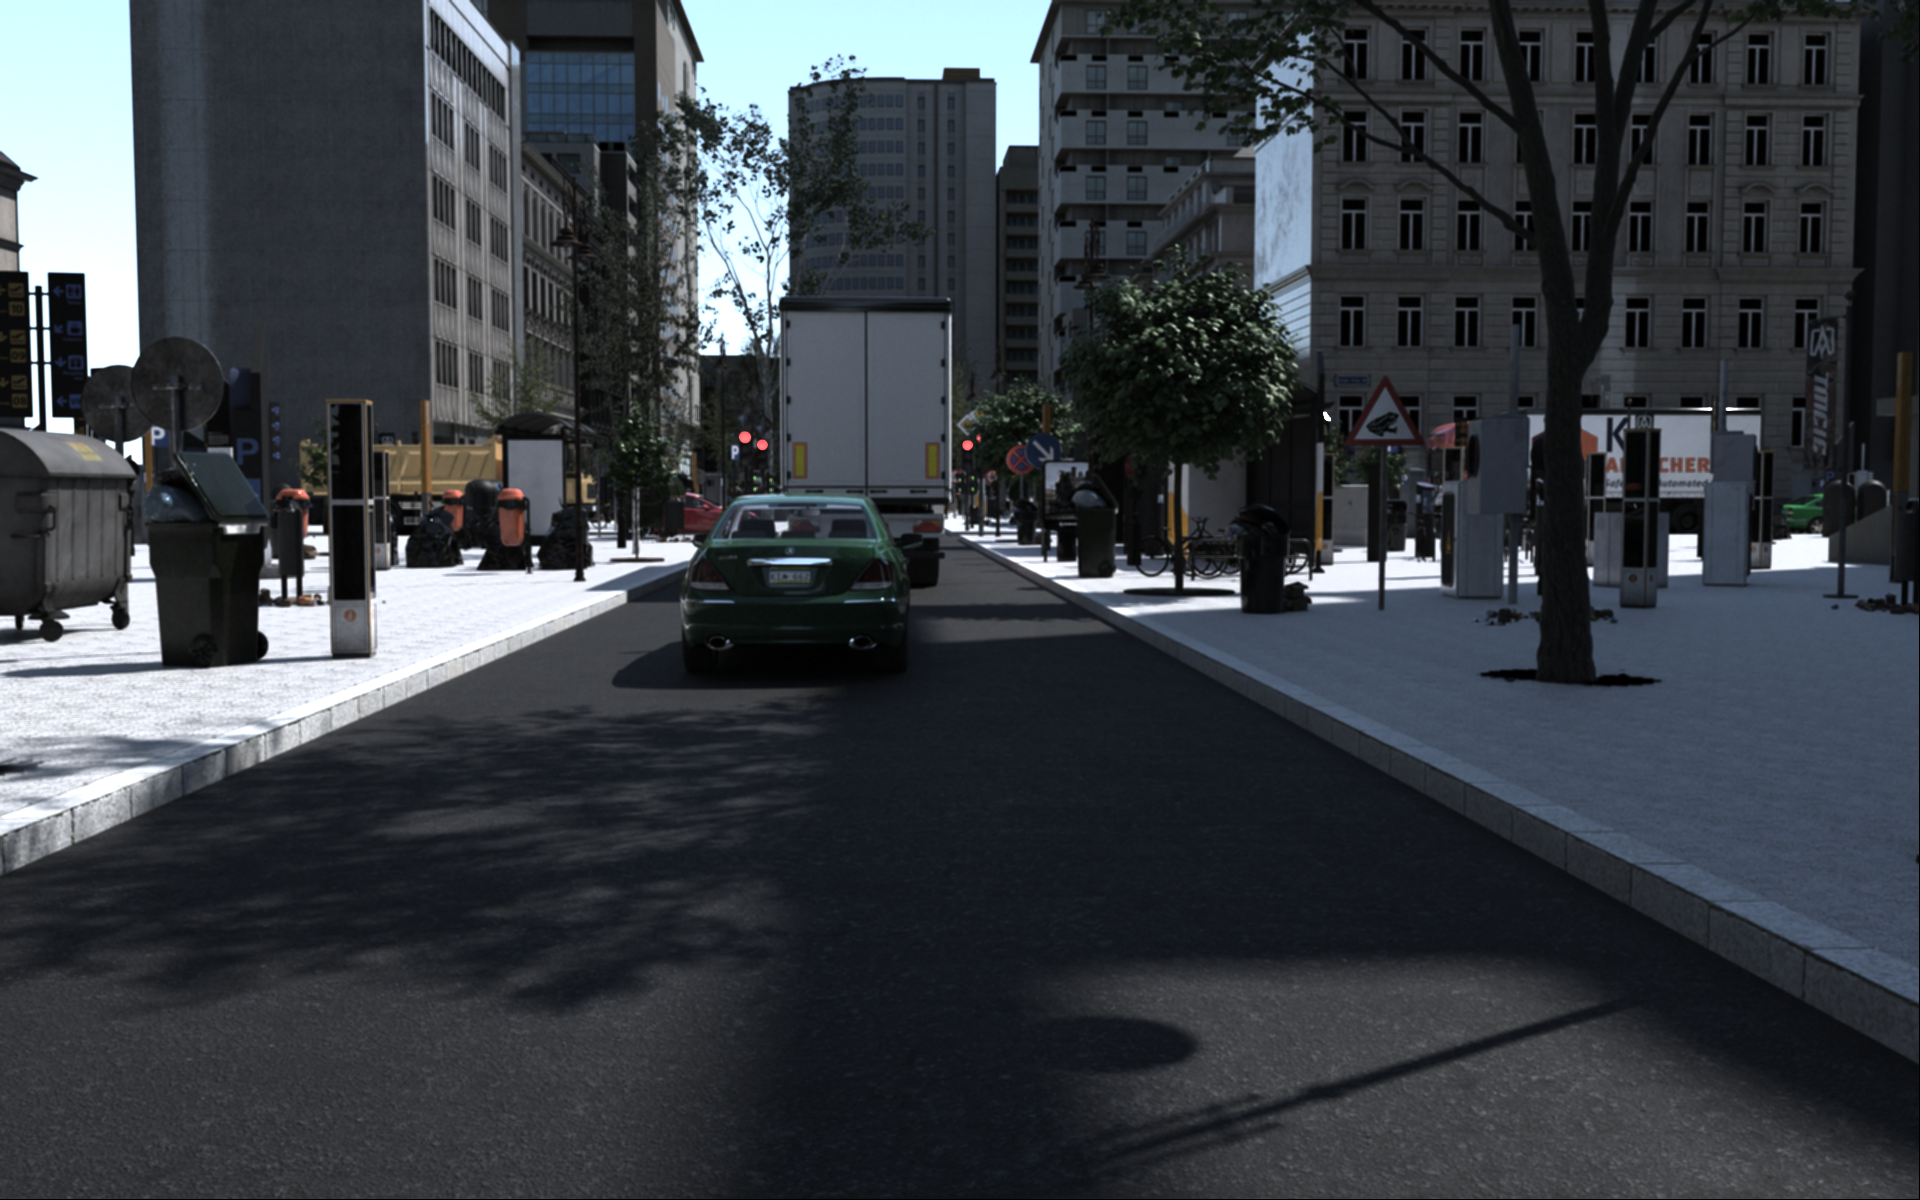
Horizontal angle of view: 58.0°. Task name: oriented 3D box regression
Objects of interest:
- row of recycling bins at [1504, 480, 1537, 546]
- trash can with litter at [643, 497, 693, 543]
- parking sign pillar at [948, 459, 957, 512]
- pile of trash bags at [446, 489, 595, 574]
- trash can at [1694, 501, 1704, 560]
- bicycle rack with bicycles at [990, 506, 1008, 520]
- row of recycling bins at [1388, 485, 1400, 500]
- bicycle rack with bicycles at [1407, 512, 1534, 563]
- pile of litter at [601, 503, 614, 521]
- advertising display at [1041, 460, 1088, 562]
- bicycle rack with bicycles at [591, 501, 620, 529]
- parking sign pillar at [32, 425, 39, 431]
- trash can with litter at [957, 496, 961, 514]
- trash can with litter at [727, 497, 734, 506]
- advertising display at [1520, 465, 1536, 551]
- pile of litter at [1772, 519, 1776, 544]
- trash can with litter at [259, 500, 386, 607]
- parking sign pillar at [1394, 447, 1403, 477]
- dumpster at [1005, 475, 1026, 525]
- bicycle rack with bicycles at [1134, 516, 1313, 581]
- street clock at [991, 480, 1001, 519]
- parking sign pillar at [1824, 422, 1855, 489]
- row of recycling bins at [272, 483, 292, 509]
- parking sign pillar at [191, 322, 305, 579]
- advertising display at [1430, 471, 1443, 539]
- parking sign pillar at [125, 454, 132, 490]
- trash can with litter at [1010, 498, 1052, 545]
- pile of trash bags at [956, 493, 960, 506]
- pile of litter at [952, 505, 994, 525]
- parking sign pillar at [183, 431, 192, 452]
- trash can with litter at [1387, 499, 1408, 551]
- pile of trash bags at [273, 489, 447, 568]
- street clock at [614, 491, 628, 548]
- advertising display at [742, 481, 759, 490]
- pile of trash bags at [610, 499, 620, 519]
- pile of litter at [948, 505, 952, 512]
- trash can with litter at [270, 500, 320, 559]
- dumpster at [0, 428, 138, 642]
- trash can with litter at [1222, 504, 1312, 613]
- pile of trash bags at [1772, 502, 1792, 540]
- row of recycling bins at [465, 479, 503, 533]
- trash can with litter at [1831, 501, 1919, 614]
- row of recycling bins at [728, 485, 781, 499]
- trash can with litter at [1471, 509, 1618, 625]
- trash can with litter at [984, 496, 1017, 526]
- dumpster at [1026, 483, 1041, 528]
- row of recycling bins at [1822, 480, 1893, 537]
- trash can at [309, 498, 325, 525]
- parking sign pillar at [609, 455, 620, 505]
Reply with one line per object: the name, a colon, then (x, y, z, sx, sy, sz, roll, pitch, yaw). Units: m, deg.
row of recycling bins: (14.435, -2.264, 44.130, 1.069, 1.692, 3.534, 2, 4, 25)
trash can with litter: (-7.239, -2.146, 46.145, 2.233, 1.210, 1.678, 0, 4, 1)
parking sign pillar: (-0.930, -8.506, 127.550, 1.447, 3.967, 1.447, -2, 4, -24)
pile of trash bags: (-7.280, -1.199, 29.354, 1.912, 1.369, 3.447, 0, 4, -3)
trash can: (14.597, -1.337, 33.506, 0.748, 1.137, 0.748, 0, 3, 0)
bicycle rack with bicycles: (2.716, -4.384, 85.062, 2.852, 0.926, 2.925, 1, 4, 16)
row of recycling bins: (16.560, -3.321, 61.413, 3.534, 1.692, 1.069, -1, 4, -10)
bicycle rack with bicycles: (9.878, -1.215, 33.251, 2.852, 0.926, 2.925, 1, 4, 16)
pile of litter: (-17.272, -4.260, 83.623, 1.176, 0.858, 1.719, -1, 4, -10)
advertising display: (2.033, -1.696, 32.940, 0.974, 1.923, 0.123, -1, 4, -13)
bicycle rack with bicycles: (-11.910, -3.125, 64.481, 2.925, 0.926, 2.852, 1, 4, 13)
parking sign pillar: (-35.450, -4.721, 65.661, 1.447, 3.967, 1.447, 2, 4, 26)
trash can with litter: (0.172, -5.999, 109.471, 0.624, 1.170, 1.055, -1, 4, -8)
trash can with litter: (-10.134, -4.056, 77.708, 1.055, 1.170, 0.624, 3, 5, 43)
advertising display: (12.909, -2.090, 39.379, 0.123, 1.923, 0.974, 0, 4, 5)
pile of litter: (20.576, -1.892, 44.901, 1.176, 0.858, 1.719, 3, 4, 36)
trash can with litter: (-7.927, -0.574, 20.449, 1.678, 1.210, 2.233, -3, 5, -40)
parking sign pillar: (17.070, -4.936, 69.178, 1.447, 3.967, 1.447, -2, 4, -32)
dumpster: (2.746, -4.336, 73.379, 1.502, 2.255, 1.985, 0, 4, -3)
bicycle rack with bicycles: (4.143, -0.813, 26.676, 2.925, 0.926, 2.852, 0, 4, 0)
street clock: (1.851, -5.183, 89.314, 0.471, 2.002, 0.358, 1, 4, 13)
parking sign pillar: (32.607, -4.635, 64.255, 1.447, 3.967, 1.447, -3, 4, -37)
row of recycling bins: (-27.533, -3.657, 66.904, 3.534, 1.692, 1.069, 0, 4, -3)
parking sign pillar: (-10.862, -2.328, 26.540, 1.447, 3.967, 1.447, -1, 4, -17)
advertising display: (13.761, -2.702, 49.384, 0.974, 1.923, 0.123, -3, 4, -36)
parking sign pillar: (-56.192, -7.810, 116.166, 1.447, 3.967, 1.447, 2, 4, 27)
trash can with litter: (1.808, -1.977, 43.712, 0.624, 1.170, 1.055, 3, 5, 45)
pile of trash bags: (0.679, -6.665, 118.726, 1.912, 1.369, 3.447, -3, 4, -37)
pile of litter: (0.731, -3.629, 73.302, 1.176, 0.858, 1.719, -2, 4, -32)
parking sign pillar: (-31.487, -5.103, 71.913, 1.447, 3.967, 1.447, -2, 4, -30)
trash can with litter: (9.790, -1.699, 39.161, 0.624, 1.170, 1.055, 1, 4, 12)
pile of trash bags: (-10.583, -1.297, 30.951, 3.447, 1.369, 1.912, 0, 4, 6)
street clock: (-8.043, -2.236, 41.129, 0.358, 2.002, 0.471, 0, 4, -4)
advertising display: (-10.080, -4.783, 83.416, 0.974, 1.923, 0.123, -3, 5, -43)
pile of trash bags: (-15.924, -4.720, 86.931, 3.447, 1.369, 1.912, -3, 5, -43)
pile of litter: (-0.869, -6.641, 122.545, 1.719, 0.858, 1.176, 0, 4, -6)
trash can with litter: (-13.183, -1.401, 34.296, 1.055, 1.170, 0.624, 1, 4, 16)
dumpster: (-8.433, -0.605, 15.652, 1.264, 1.857, 1.865, 0, 4, -3)
trash can with litter: (3.381, -0.460, 18.905, 0.624, 1.170, 1.055, 3, 5, 40)
pile of trash bags: (22.278, -2.403, 49.042, 1.912, 1.369, 3.447, 3, 4, 39)
row of recycling bins: (-13.298, -2.569, 49.114, 1.069, 1.692, 3.534, 0, 4, -2)
trash can with litter: (10.557, -0.497, 19.176, 1.678, 1.210, 2.233, 1, 4, 16)
row of recycling bins: (-9.518, -4.555, 81.582, 3.534, 1.692, 1.069, 2, 4, 35)
trash can with litter: (5.921, -0.409, 17.750, 2.233, 1.210, 1.678, -3, 4, -38)
trash can with litter: (1.681, -3.607, 70.026, 2.233, 1.210, 1.678, -3, 4, -38)
dumpster: (3.418, -3.839, 65.258, 1.502, 2.255, 1.985, 0, 4, -3)
row of recycling bins: (27.660, -2.721, 51.596, 3.534, 1.692, 1.069, 1, 4, 10)
trash can: (-26.510, -3.650, 71.334, 0.748, 1.137, 0.748, 0, 3, 0)
parking sign pillar: (-19.767, -6.835, 100.219, 1.447, 3.967, 1.447, -3, 5, -44)
